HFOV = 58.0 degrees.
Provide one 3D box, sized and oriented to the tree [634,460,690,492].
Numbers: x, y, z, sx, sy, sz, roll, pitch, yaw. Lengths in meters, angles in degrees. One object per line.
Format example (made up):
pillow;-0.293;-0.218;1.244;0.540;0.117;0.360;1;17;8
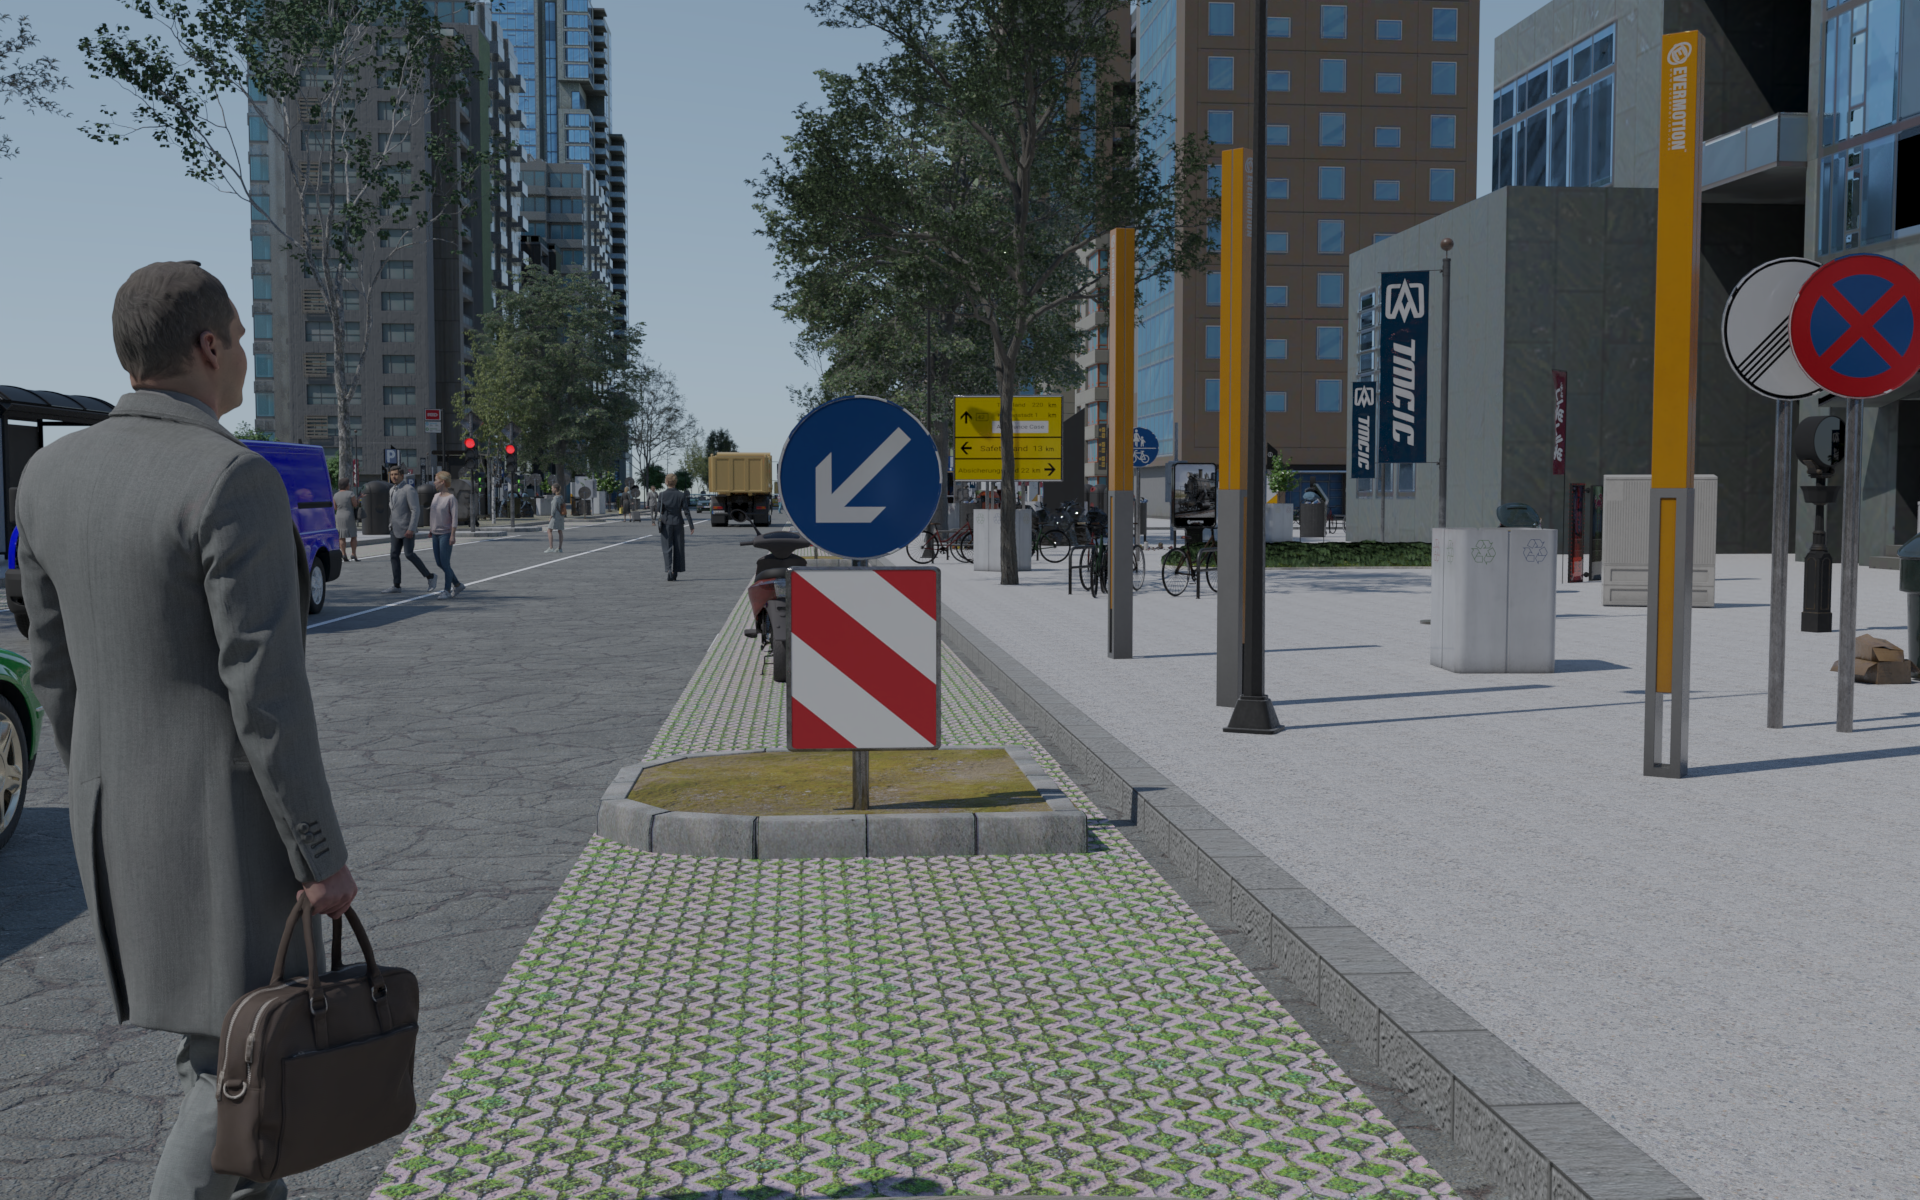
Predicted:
tree;-28.610;-10.896;161.859;4.285;4.588;4.351;0;3;0

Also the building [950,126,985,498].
building;5.745;-31.502;198.655;14.154;41.232;14.086;0;4;-5

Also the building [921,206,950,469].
building;1.721;-36.758;251.108;14.600;45.320;14.200;0;4;-5

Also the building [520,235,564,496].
building;-51.851;-25.655;191.152;14.160;30.474;14.107;0;4;-5

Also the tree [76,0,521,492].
tree;-18.691;-11.809;48.958;12.611;20.169;13.585;0;3;0

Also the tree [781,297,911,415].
tree;-9.893;-18.371;156.258;12.611;20.169;13.585;0;3;0

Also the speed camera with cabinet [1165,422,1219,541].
speed camera with cabinet;6.555;-3.252;47.504;0.660;3.252;2.038;-3;5;-39

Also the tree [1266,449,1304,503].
tree;13.724;-4.886;74.487;1.663;3.219;1.824;0;3;0

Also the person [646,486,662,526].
person;-13.913;-4.289;78.740;0.709;1.813;0.853;-3;4;-36

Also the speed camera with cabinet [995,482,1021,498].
speed camera with cabinet;3.792;-8.669;136.077;2.038;3.252;0.660;2;4;27

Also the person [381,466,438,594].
person;-8.019;-1.027;25.134;0.661;1.843;0.795;3;5;41

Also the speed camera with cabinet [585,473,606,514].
speed camera with cabinet;-23.093;-7.049;109.579;0.660;3.252;2.038;1;4;11

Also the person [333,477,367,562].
person;-12.882;-1.704;36.714;0.716;1.782;0.532;1;4;10

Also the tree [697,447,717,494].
tree;-38.480;-19.215;264.522;4.360;8.622;3.978;0;3;0

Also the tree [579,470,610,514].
tree;-24.176;-7.288;113.765;1.663;3.219;1.824;0;3;0

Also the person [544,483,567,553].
person;-9.888;-2.018;42.497;0.522;1.701;0.512;0;4;8

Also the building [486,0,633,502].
building;-64.127;-59.140;279.604;22.319;86.520;31.000;0;4;-5

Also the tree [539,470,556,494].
tree;-33.064;-8.836;139.065;1.663;3.219;1.824;0;3;0

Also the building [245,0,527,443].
building;-54.298;-33.510;167.493;23.786;49.044;30.456;0;4;-5

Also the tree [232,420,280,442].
tree;-31.617;-5.694;76.813;4.285;4.588;4.351;0;3;0

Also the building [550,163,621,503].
building;-62.211;-38.564;250.125;23.786;49.044;30.456;0;4;-5

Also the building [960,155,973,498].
building;7.539;-32.654;184.002;14.600;45.320;14.200;0;4;-5

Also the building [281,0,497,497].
building;-47.715;-28.282;146.002;14.154;41.232;14.086;0;4;-5

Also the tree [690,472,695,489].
tree;-32.406;-13.304;201.240;4.285;4.588;4.351;0;3;0

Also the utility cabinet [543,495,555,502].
utility cabinet;-26.142;-6.056;110.170;0.306;1.237;1.020;1;4;16

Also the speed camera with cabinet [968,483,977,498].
speed camera with cabinet;1.384;-8.969;140.976;0.660;3.252;2.038;-2;4;-32

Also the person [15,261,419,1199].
person;-1.236;0.348;2.908;0.694;1.812;0.767;2;4;28

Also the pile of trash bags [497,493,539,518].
pile of trash bags;-24.940;-5.147;93.900;3.447;1.369;1.912;-2;4;-26

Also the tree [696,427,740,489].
tree;-40.498;-22.988;292.854;9.611;12.733;9.660;0;3;0

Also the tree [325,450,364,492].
tree;-46.093;-8.874;128.811;4.285;4.588;4.351;0;3;0

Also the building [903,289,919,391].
building;-2.864;-37.419;295.399;14.154;41.232;14.086;0;4;-5

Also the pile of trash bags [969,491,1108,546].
pile of trash bags;1.760;-2.101;44.102;3.447;1.369;1.912;3;5;42

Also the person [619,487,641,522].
person;-16.813;-4.855;88.094;0.699;1.804;1.509;-2;4;-31

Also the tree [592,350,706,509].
tree;-27.057;-14.595;148.993;12.009;13.543;11.850;0;3;0

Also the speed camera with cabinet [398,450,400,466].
speed camera with cabinet;-25.219;-5.057;77.011;0.660;3.252;2.038;1;4;21

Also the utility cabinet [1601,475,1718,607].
utility cabinet;7.925;-0.671;19.651;1.173;1.500;0.318;1;4;16

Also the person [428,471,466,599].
person;-7.032;-0.891;23.735;0.731;1.740;0.598;2;4;30

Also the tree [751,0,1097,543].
tree;-0.593;-8.498;45.593;9.857;13.997;8.962;0;3;0

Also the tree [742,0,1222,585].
tree;0.414;-5.482;24.044;7.601;10.594;8.767;-3;4;-37

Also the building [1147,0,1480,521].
building;16.959;-26.808;88.415;14.200;45.320;14.600;0;4;-5

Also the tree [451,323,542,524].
tree;-20.171;-7.612;74.813;4.737;8.622;4.395;0;3;0

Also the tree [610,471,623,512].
tree;-24.579;-7.806;122.230;1.663;3.219;1.824;0;3;0

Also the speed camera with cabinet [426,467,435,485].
speed camera with cabinet;-38.654;-8.074;126.339;0.660;3.252;2.038;-1;4;-19

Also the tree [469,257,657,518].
tree;-21.758;-11.486;94.443;9.857;13.997;8.962;0;3;0

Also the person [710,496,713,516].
person;-15.543;-5.864;108.628;0.306;1.304;0.590;-1;4;-15

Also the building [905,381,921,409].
building;5.907;-26.312;275.248;27.650;21.520;28.899;0;4;-5

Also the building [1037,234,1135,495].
building;21.458;-17.478;130.808;27.650;21.520;28.899;0;4;-5

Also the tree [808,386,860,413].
tree;-6.504;-9.222;101.138;4.737;8.622;4.395;0;3;0

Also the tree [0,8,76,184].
tree;-16.066;-6.697;19.869;12.009;13.543;11.850;0;3;0

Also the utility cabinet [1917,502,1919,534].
utility cabinet;11.425;-0.517;19.611;0.306;1.237;1.020;-3;5;-41

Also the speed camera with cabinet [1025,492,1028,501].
speed camera with cabinet;4.438;-8.912;140.046;2.038;3.252;0.660;-1;4;-15

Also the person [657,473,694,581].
person;-4.724;-1.207;28.650;0.576;1.772;0.534;-2;4;-34

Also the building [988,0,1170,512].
building;9.830;-30.914;155.559;14.600;45.320;14.200;0;4;-5

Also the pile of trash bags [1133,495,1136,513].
pile of trash bags;3.810;-2.560;51.606;3.447;1.369;1.912;-2;4;-33

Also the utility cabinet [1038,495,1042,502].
utility cabinet;5.090;-5.853;106.854;0.306;1.237;1.020;2;4;33

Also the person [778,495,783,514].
person;-13.116;-7.160;126.405;0.643;1.720;0.563;-3;4;-37

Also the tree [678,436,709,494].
tree;-35.389;-17.336;233.809;4.737;8.622;4.395;0;3;0
